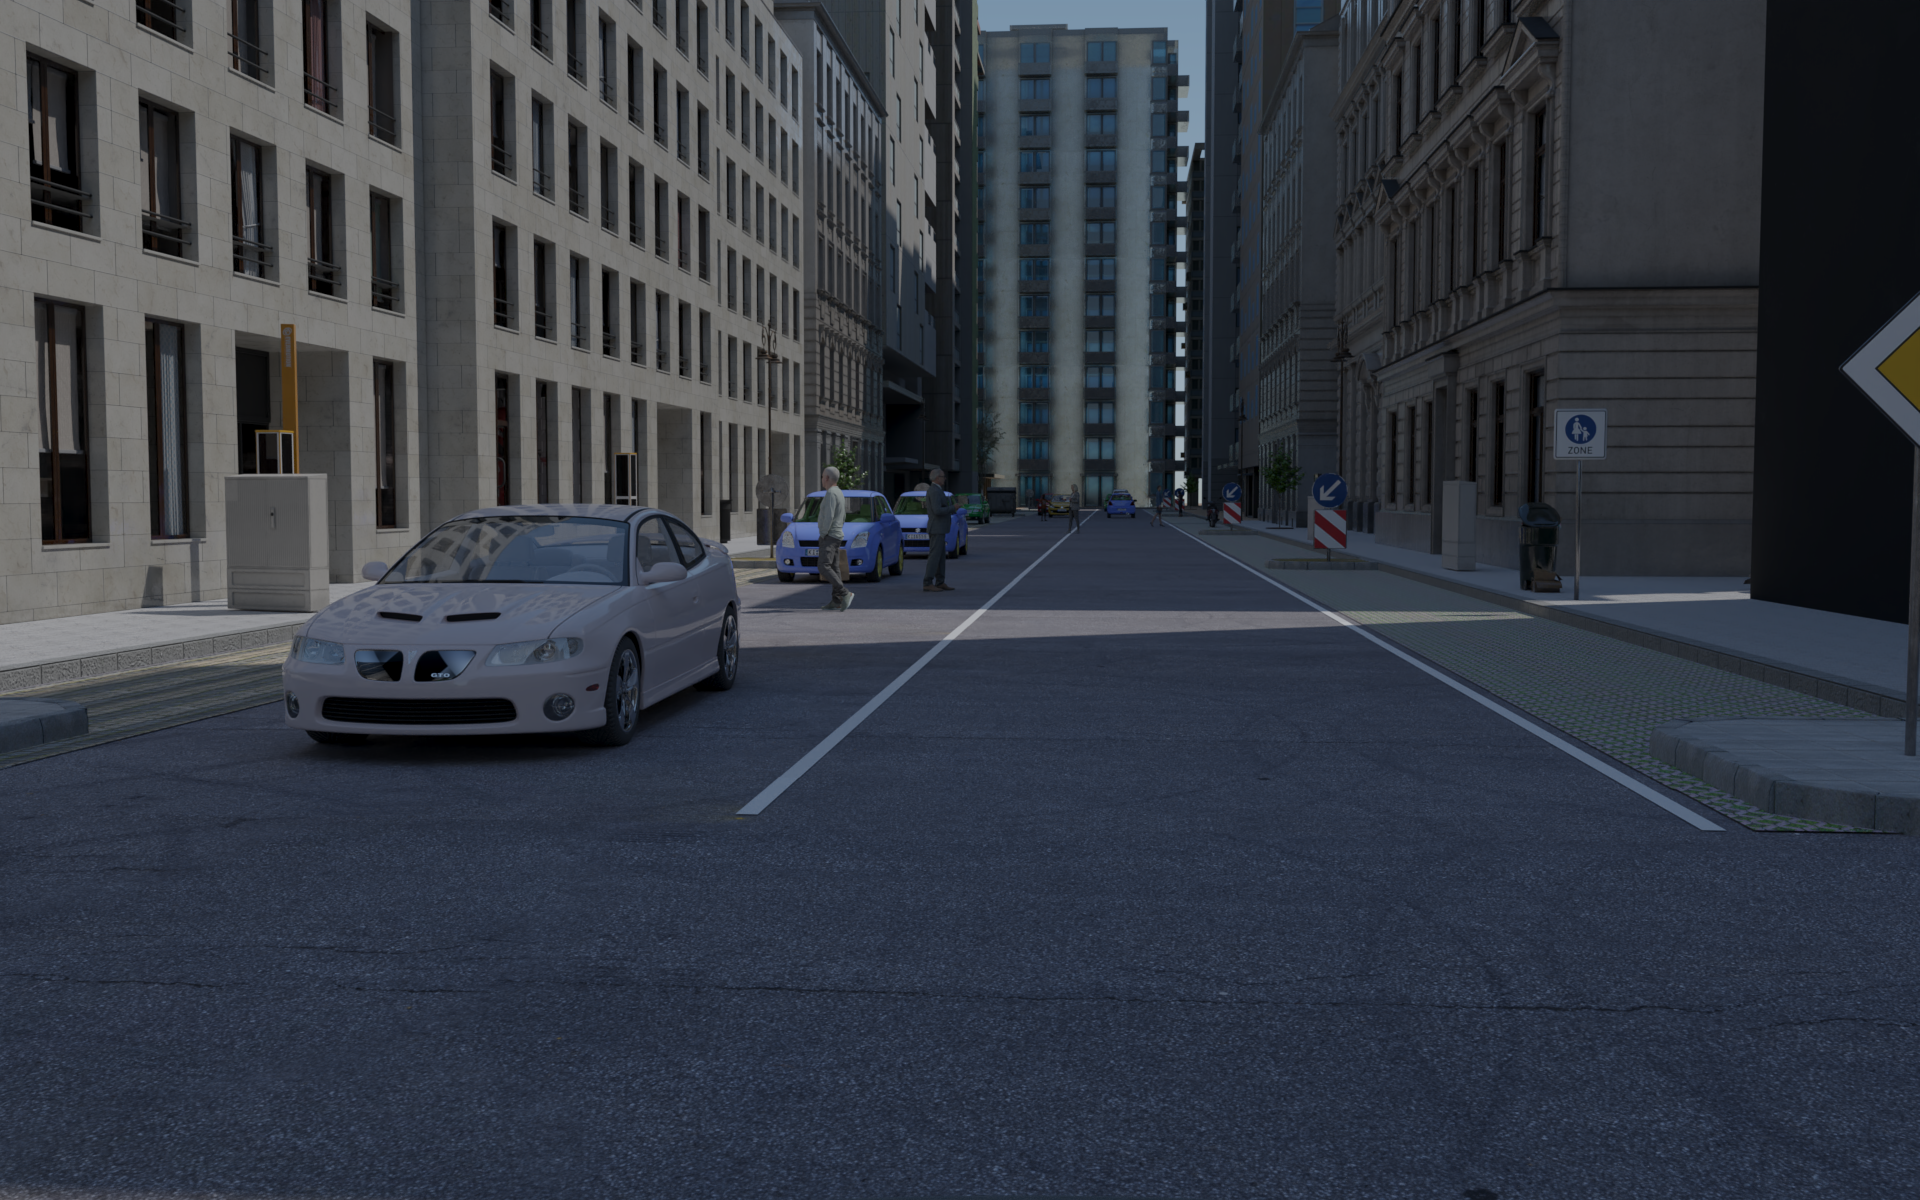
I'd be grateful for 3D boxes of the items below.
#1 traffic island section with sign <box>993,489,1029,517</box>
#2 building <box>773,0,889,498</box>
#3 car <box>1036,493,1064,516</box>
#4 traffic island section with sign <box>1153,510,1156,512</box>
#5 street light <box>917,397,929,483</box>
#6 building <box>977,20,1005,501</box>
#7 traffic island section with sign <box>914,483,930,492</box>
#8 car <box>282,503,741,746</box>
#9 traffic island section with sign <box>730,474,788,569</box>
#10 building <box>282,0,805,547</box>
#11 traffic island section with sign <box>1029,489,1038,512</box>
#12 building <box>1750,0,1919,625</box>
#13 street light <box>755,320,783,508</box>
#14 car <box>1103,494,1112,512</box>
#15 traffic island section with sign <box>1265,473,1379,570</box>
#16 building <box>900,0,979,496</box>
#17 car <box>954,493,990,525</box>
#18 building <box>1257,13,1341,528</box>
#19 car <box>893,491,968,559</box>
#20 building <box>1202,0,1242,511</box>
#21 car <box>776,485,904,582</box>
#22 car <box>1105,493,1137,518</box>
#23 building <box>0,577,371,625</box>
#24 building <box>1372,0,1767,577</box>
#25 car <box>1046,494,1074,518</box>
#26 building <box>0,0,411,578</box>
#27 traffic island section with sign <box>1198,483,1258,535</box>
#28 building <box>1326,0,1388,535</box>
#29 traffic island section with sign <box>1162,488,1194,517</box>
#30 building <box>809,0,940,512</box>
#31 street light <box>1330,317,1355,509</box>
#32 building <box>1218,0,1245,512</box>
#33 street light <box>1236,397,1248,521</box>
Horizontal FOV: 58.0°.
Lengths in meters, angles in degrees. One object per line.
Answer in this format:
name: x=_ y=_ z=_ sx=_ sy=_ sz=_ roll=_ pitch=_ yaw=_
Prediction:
traffic island section with sign: x=3.184 y=-6.250 z=110.821 sx=1.989 sy=1.847 sz=2.006 roll=0 pitch=4 yaw=5
building: x=-8.930 y=-13.550 z=70.691 sx=9.793 sy=20.994 sz=18.267 roll=0 pitch=4 yaw=5
car: x=6.178 y=-6.570 z=116.465 sx=2.155 sy=1.783 sz=4.494 roll=0 pitch=4 yaw=5
traffic island section with sign: x=16.266 y=-7.864 z=137.207 sx=1.989 sy=1.847 sz=2.006 roll=0 pitch=4 yaw=5
street light: x=-1.742 y=-6.695 z=82.258 sx=0.468 sy=5.910 sz=1.993 roll=0 pitch=4 yaw=5
building: x=-11.203 y=-30.292 z=149.894 sx=28.867 sy=44.769 sz=22.147 roll=0 pitch=4 yaw=5
traffic island section with sign: x=-1.289 y=-3.207 z=61.063 sx=1.989 sy=1.847 sz=2.006 roll=0 pitch=4 yaw=5
car: x=-2.693 y=0.059 z=11.405 sx=2.083 sy=1.381 sz=4.827 roll=0 pitch=4 yaw=5
traffic island section with sign: x=-3.735 y=-1.550 z=33.975 sx=1.989 sy=1.847 sz=2.006 roll=0 pitch=4 yaw=5
building: x=-11.393 y=-12.101 z=52.610 sx=10.420 sy=20.320 sz=16.860 roll=0 pitch=4 yaw=5
traffic island section with sign: x=5.590 y=-7.892 z=137.669 sx=1.989 sy=1.847 sz=2.006 roll=0 pitch=4 yaw=5
building: x=17.004 y=-11.254 z=13.688 sx=15.834 sy=23.373 sz=12.332 roll=0 pitch=4 yaw=5
street light: x=-5.060 y=-4.483 z=46.079 sx=0.468 sy=5.910 sz=1.993 roll=0 pitch=4 yaw=5
car: x=12.653 y=-8.114 z=141.461 sx=1.959 sy=1.807 sz=4.718 roll=0 pitch=4 yaw=4
traffic island section with sign: x=6.923 y=-1.514 z=33.384 sx=1.989 sy=1.847 sz=2.006 roll=0 pitch=4 yaw=5
building: x=-6.286 y=-26.631 z=119.010 sx=14.154 sy=41.232 sz=14.086 roll=0 pitch=4 yaw=5
car: x=0.399 y=-4.505 z=82.448 sx=1.959 sy=1.807 sz=4.718 roll=0 pitch=4 yaw=7
building: x=18.238 y=-13.732 z=73.667 sx=9.793 sy=20.994 sz=18.267 roll=0 pitch=4 yaw=5
car: x=-0.768 y=-1.830 z=39.506 sx=1.945 sy=1.707 sz=3.694 roll=0 pitch=4 yaw=5
building: x=30.617 y=-36.691 z=141.892 sx=21.231 sy=58.520 sz=28.212 roll=0 pitch=4 yaw=5
car: x=-1.994 y=-1.205 z=29.299 sx=1.945 sy=1.707 sz=3.694 roll=0 pitch=4 yaw=6
car: x=9.696 y=-5.790 z=104.249 sx=1.945 sy=1.707 sz=3.694 roll=0 pitch=4 yaw=4
building: x=-14.352 y=-10.051 z=19.083 sx=10.420 sy=20.320 sz=16.860 roll=0 pitch=4 yaw=5
building: x=14.681 y=-10.425 z=35.069 sx=10.561 sy=19.102 sz=19.286 roll=0 pitch=4 yaw=5
car: x=6.318 y=-5.898 z=106.653 sx=2.015 sy=1.641 sz=3.980 roll=0 pitch=4 yaw=4
building: x=-12.057 y=-11.072 z=35.774 sx=10.420 sy=20.320 sz=16.860 roll=0 pitch=4 yaw=5
traffic island section with sign: x=9.389 y=-3.191 z=60.807 sx=1.989 sy=1.847 sz=2.006 roll=0 pitch=4 yaw=5
building: x=17.907 y=-13.787 z=54.302 sx=11.050 sy=23.489 sz=19.941 roll=0 pitch=4 yaw=5
traffic island section with sign: x=13.810 y=-6.197 z=109.945 sx=1.989 sy=1.847 sz=2.006 roll=0 pitch=4 yaw=5
building: x=-15.815 y=-31.158 z=98.677 sx=28.713 sy=52.752 sz=27.495 roll=0 pitch=4 yaw=5
street light: x=10.009 y=-4.446 z=45.474 sx=0.468 sy=5.910 sz=1.993 roll=0 pitch=4 yaw=5
building: x=29.448 y=-30.156 z=112.664 sx=23.786 sy=49.044 sz=30.456 roll=0 pitch=4 yaw=5
street light: x=13.455 y=-6.723 z=82.710 sx=0.468 sy=5.910 sz=1.993 roll=0 pitch=4 yaw=5
